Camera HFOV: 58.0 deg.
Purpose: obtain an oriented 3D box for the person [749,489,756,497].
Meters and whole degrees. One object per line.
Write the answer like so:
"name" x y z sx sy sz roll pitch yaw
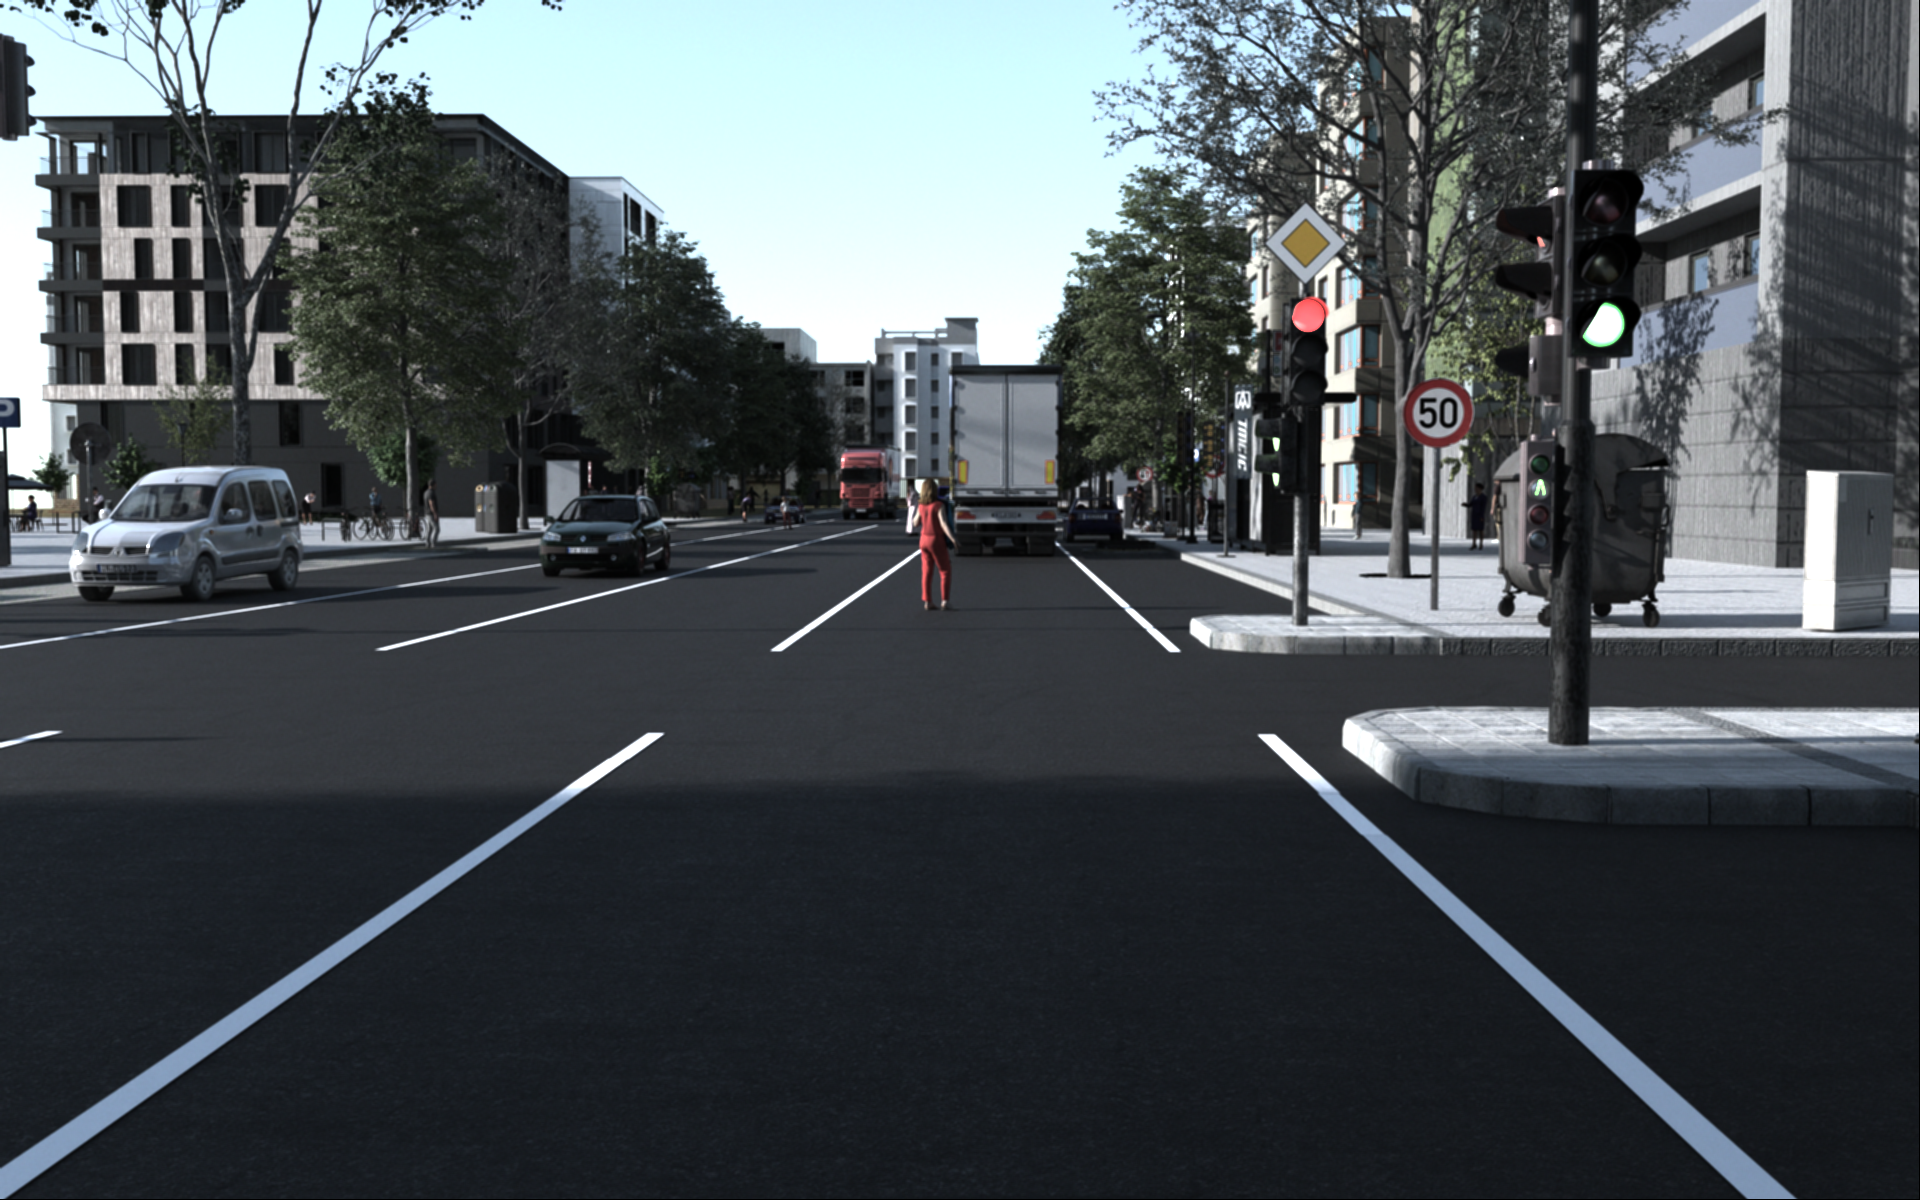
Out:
"person" -19.725 -9.575 163.307 1.217 1.735 0.721 2 4 29

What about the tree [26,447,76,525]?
"tree" -37.378 -4.689 71.260 1.663 3.219 1.824 0 3 0

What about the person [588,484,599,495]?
"person" -20.250 -5.471 95.495 1.348 1.824 0.705 1 4 11

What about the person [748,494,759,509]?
"person" -18.391 -8.989 153.726 1.217 1.735 0.721 1 4 17

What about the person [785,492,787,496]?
"person" -14.992 -8.638 148.198 0.530 1.710 0.541 0 4 6

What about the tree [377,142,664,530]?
"tree" -15.771 -9.255 61.688 12.009 13.543 11.850 0 3 0

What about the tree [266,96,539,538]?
"tree" -16.451 -8.092 50.437 7.486 12.596 7.792 0 3 0

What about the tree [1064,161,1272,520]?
"tree" 7.209 -8.658 59.687 7.486 12.596 7.792 0 3 0

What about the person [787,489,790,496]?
"person" -16.474 -9.774 165.949 0.705 1.812 1.348 -1 4 -13

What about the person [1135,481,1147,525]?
"person" 7.546 -4.020 71.632 0.599 1.838 0.709 3 5 40

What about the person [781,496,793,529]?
"person" -6.988 -3.528 70.096 0.435 1.345 0.340 -3 4 -37

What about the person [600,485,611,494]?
"person" -19.206 -5.372 94.324 0.683 1.767 0.568 -3 5 -41

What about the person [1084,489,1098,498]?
"person" 11.165 -8.637 147.248 1.348 1.826 0.705 -1 4 -20

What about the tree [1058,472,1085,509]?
"tree" 9.734 -10.631 157.536 4.285 4.588 4.351 0 3 0

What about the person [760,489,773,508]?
"person" -18.002 -9.434 161.003 1.217 1.735 0.721 1 4 14

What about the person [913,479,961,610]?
"person" -0.289 -0.689 21.476 0.444 1.614 0.593 -2 4 -27

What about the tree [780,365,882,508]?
"tree" -12.446 -15.570 164.932 12.009 13.543 11.850 0 3 0

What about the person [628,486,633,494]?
"person" -20.560 -6.169 107.433 0.721 1.766 1.217 -1 4 -15

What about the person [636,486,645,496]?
"person" -12.214 -3.497 66.340 0.551 1.740 0.621 2 4 32

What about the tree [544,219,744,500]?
"tree" -14.799 -10.733 82.135 9.857 13.997 8.962 0 3 0

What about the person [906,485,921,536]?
"person" -1.613 -3.026 58.638 0.621 1.740 0.551 -2 4 -24

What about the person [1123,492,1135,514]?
"person" 6.439 -3.447 66.308 0.435 1.345 0.340 -1 4 -23

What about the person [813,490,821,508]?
"person" -13.041 -9.326 159.050 0.750 1.759 0.617 -3 4 -37

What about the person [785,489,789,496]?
"person" -15.957 -9.349 159.450 0.434 1.755 0.990 3 4 38

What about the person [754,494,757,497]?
"person" -20.110 -9.839 166.539 1.348 1.869 0.705 -2 4 -25

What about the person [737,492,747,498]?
"person" -21.095 -9.979 169.216 1.348 1.822 0.705 0 4 5

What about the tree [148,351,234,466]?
"tree" -38.543 -8.412 87.900 4.737 8.622 4.395 0 3 0

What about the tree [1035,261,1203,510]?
"tree" 7.142 -10.286 85.178 9.611 12.733 9.660 0 3 0

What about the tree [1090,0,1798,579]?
"tree" 6.825 -7.079 26.111 12.009 13.543 11.850 0 3 0

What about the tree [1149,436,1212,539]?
"tree" 6.492 -3.392 50.068 1.663 3.219 1.824 0 3 0

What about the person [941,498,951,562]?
"person" -0.343 -1.448 36.083 0.340 1.345 0.435 0 4 -1

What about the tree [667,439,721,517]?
"tree" -15.120 -6.972 97.700 4.285 4.588 4.351 0 3 0

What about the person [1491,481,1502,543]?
"person" 14.236 -2.418 45.712 0.598 1.807 0.434 -2 4 -24

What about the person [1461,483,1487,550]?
"person" 11.788 -1.910 39.636 0.453 1.535 0.546 3 5 41

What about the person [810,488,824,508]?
"person" -12.865 -9.183 156.193 1.348 1.822 0.705 1 4 23

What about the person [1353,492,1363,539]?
"person" 11.336 -2.414 49.424 0.340 1.345 0.435 0 4 -4

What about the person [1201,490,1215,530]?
"person" 8.451 -3.044 59.050 0.726 1.435 0.776 -3 5 -42

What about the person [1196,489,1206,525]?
"person" 9.963 -3.886 71.844 0.388 1.546 0.482 -2 4 -31

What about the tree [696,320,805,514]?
"tree" -13.982 -11.923 113.075 7.486 12.596 7.792 0 3 0

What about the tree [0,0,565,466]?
"tree" -14.878 -11.124 37.765 12.611 20.169 13.585 0 3 0

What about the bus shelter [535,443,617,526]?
"bus shelter" -15.797 -4.748 71.555 2.014 3.302 5.546 0 4 2

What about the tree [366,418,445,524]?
"tree" -24.121 -5.614 75.509 4.285 4.588 4.351 0 3 0

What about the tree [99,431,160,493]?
"tree" -25.795 -3.618 53.763 1.663 3.219 1.824 0 3 0

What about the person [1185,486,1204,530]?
"person" 8.338 -3.388 62.162 0.841 1.734 0.376 -2 4 -24

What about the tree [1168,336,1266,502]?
"tree" 11.638 -7.726 76.677 4.737 8.622 4.395 0 3 0

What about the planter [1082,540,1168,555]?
"planter" 3.950 -1.266 41.844 1.991 0.319 1.994 0 4 1

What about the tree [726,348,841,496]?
"tree" -13.821 -13.376 135.707 9.611 12.733 9.660 0 3 0

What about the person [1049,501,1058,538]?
"person" 2.966 -2.914 56.957 0.655 1.722 0.431 3 4 38

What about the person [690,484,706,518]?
"person" -14.455 -5.392 94.218 1.348 1.823 0.705 1 4 11

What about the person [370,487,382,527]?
"person" -22.625 -3.606 67.205 0.499 1.552 0.429 -1 4 -21

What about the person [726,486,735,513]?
"person" -15.736 -6.923 119.246 0.705 1.823 1.348 1 4 16

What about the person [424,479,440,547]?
"person" -13.462 -2.180 44.274 0.434 1.807 0.598 -2 4 -23

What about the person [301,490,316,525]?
"person" -26.921 -3.818 71.663 0.799 1.438 0.628 0 4 6

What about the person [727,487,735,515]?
"person" -13.934 -6.033 105.385 0.721 1.736 1.217 -1 4 -23

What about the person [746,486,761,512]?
"person" -14.694 -7.097 122.094 1.348 1.821 0.705 -1 4 -21

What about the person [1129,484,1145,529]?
"person" 6.502 -3.435 63.681 0.593 1.643 0.415 -1 4 -13

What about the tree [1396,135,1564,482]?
"tree" 11.102 -5.146 34.505 4.737 8.622 4.395 0 3 0

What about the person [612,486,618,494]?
"person" -20.594 -5.906 103.164 0.434 1.755 0.990 1 4 15

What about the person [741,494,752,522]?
"person" -10.857 -4.673 88.138 0.421 1.427 0.697 3 5 39

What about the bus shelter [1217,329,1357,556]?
"bus shelter" 7.223 -3.813 39.980 2.179 5.291 8.768 0 4 1
